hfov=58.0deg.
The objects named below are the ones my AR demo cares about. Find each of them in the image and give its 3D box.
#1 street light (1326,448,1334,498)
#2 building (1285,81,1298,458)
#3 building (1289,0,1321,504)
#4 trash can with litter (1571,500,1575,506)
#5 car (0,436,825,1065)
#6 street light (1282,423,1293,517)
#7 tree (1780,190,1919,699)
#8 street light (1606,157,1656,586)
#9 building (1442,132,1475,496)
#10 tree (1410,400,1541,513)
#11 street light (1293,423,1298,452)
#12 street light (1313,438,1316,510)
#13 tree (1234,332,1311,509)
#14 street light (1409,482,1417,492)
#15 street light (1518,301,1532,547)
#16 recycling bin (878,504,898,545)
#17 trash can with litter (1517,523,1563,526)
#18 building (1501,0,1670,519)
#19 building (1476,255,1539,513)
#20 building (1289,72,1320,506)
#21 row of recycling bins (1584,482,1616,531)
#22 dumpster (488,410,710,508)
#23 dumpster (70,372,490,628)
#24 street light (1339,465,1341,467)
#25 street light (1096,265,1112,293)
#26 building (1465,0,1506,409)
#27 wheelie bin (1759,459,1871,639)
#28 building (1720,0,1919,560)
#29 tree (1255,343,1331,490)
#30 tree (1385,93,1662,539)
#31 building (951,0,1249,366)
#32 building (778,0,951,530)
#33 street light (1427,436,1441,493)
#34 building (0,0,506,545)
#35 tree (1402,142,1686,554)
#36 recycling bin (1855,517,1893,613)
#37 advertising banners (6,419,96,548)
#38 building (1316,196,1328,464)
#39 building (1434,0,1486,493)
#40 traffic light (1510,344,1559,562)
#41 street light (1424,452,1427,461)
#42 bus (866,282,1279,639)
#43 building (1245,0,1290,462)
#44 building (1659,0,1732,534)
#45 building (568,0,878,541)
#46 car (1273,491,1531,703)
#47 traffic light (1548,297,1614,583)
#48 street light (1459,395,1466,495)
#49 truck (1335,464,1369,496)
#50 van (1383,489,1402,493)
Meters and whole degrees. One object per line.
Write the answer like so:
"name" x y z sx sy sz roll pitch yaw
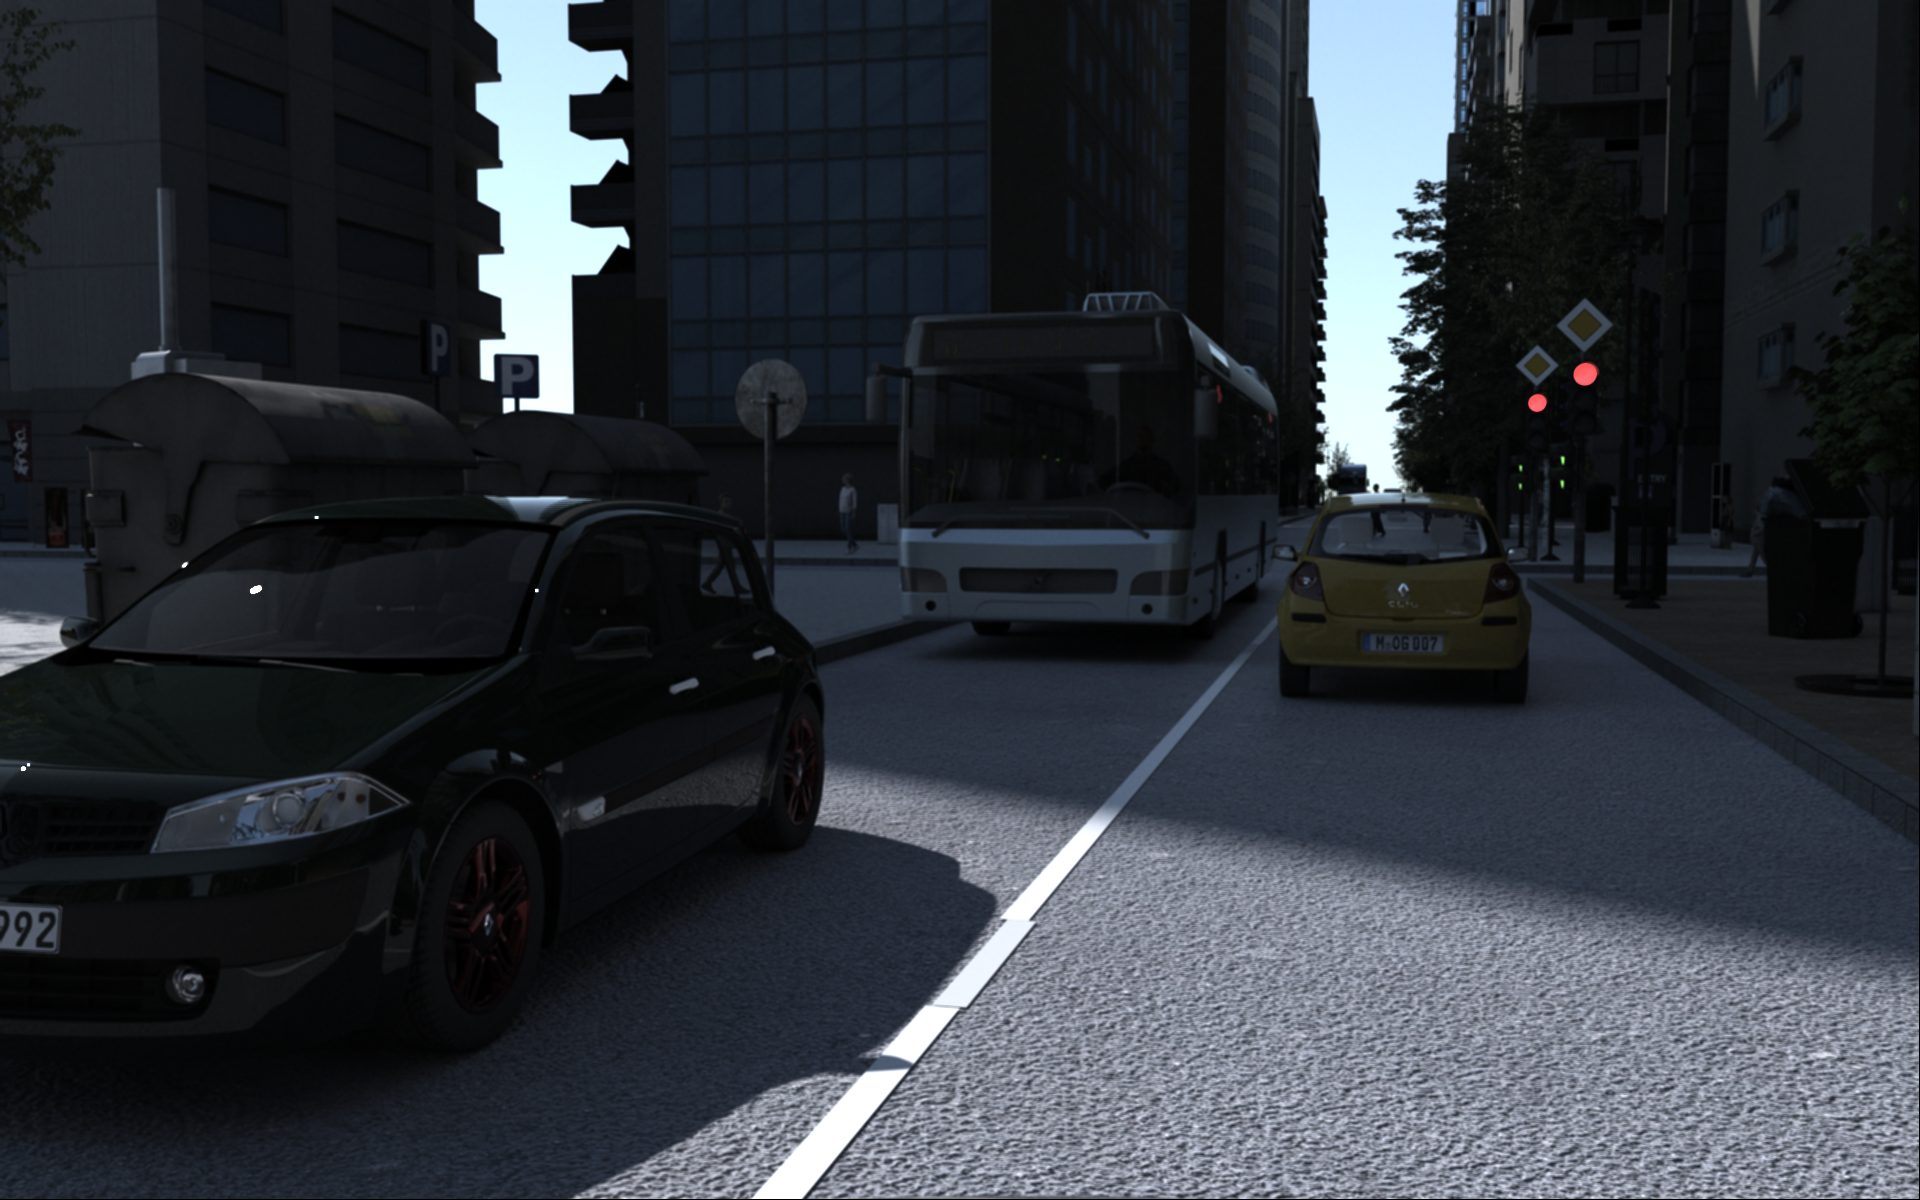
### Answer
"street light" 36.604 -12.202 172.284 0.468 5.910 1.993 1 4 14
"building" 25.095 -29.647 168.325 14.154 41.232 14.086 1 4 14
"building" 36.594 -48.098 224.647 20.563 71.187 20.611 1 4 14
"trash can with litter" 25.122 -3.593 70.127 0.624 1.170 1.055 2 4 26
"car" -1.758 0.242 5.828 2.009 1.686 4.222 1 4 13
"street light" 18.497 -7.701 98.693 0.468 5.910 1.993 1 4 14
"tree" 5.962 -1.012 11.146 1.663 3.219 1.824 0 3 0
"street light" 9.314 -3.143 24.176 0.468 5.910 1.993 1 4 14
"building" 62.344 -31.415 197.236 14.154 41.232 14.086 1 4 14
"tree" 17.019 -4.434 56.204 4.285 4.588 4.351 0 3 0
"street light" 21.067 -8.343 109.201 0.468 5.910 1.993 1 4 14
"street light" 28.808 -10.272 140.729 0.468 5.910 1.993 1 4 14
"tree" 13.714 -7.907 79.643 4.360 8.622 3.978 0 3 0
"street light" 51.344 -13.649 195.953 0.468 5.910 1.993 1 4 14
"street light" 13.497 -4.201 41.481 0.468 5.910 1.993 1 4 14
"recycling bin" -1.608 -1.914 43.843 0.722 1.027 0.722 2 4 31
"trash can with litter" 23.406 -3.608 70.049 1.678 1.210 2.233 1 4 11
"building" 42.236 -30.439 86.920 28.713 52.752 27.495 1 4 14
"building" 53.407 -17.366 128.967 27.650 21.520 28.899 1 4 14
"building" 31.111 -35.553 204.990 21.300 48.544 21.600 1 4 14
"row of recycling bins" 22.439 -3.301 61.082 1.069 1.692 3.534 2 4 27
"dumpster" -2.761 -0.430 12.784 1.264 1.857 1.865 1 4 14
"dumpster" -3.535 -0.206 9.126 1.264 1.857 1.865 1 4 14
"street light" 48.813 -15.242 221.994 0.468 5.910 1.993 1 4 14
"street light" 2.918 -3.818 35.205 0.468 5.910 1.993 1 4 14
"building" 57.811 -32.902 157.548 23.786 49.044 30.456 1 4 14
"wheelie bin" 7.617 -0.467 15.539 0.980 1.594 0.693 -1 4 -17
"building" 30.369 -25.477 40.259 21.600 48.544 21.300 1 4 14
"tree" 14.952 -8.233 84.976 4.737 8.622 4.395 0 3 0
"tree" 16.076 -8.043 49.629 7.486 12.596 7.792 0 3 0
"building" 8.428 -27.276 96.077 14.600 45.320 14.200 1 4 14
"building" 1.528 -25.979 74.874 14.600 45.320 14.200 1 4 14
"street light" 31.500 -8.707 115.142 0.468 5.910 1.993 1 4 14
"building" -30.773 -31.372 54.927 28.212 58.520 21.231 1 4 14
"tree" 12.757 -5.283 36.734 4.737 8.622 4.395 0 3 0
"recycling bin" 9.692 -0.395 19.018 0.722 1.027 0.722 -2 4 -28
"advertising banners" -21.370 -2.740 40.990 2.074 3.025 0.090 -1 4 -17
"building" 41.345 -36.397 249.715 22.147 44.769 28.867 1 4 14
"building" 71.070 -55.310 216.988 22.319 86.520 31.000 1 4 14
"traffic light" 10.820 -2.674 32.648 0.839 4.253 0.868 1 4 14
"street light" 39.469 -10.655 146.998 0.468 5.910 1.993 1 4 14
"bus" 2.016 -1.544 20.097 2.948 3.499 13.247 1 4 14
"building" 16.502 -37.049 147.745 21.231 58.520 28.212 1 4 14
"building" 31.958 -17.665 60.517 14.160 30.474 14.107 1 4 14
"building" -2.392 -24.643 53.019 14.600 45.320 14.200 1 4 14
"car" 3.416 -0.197 13.450 2.015 1.641 3.980 1 4 13
"traffic light" 8.915 -2.200 24.892 0.839 4.253 0.868 1 4 14
"street light" 21.287 -6.140 73.183 0.468 5.910 1.993 1 4 14
"truck" 36.900 -10.506 161.533 2.967 4.110 18.799 1 4 15
"van" 32.998 -7.646 132.017 2.013 2.044 4.112 1 4 16
